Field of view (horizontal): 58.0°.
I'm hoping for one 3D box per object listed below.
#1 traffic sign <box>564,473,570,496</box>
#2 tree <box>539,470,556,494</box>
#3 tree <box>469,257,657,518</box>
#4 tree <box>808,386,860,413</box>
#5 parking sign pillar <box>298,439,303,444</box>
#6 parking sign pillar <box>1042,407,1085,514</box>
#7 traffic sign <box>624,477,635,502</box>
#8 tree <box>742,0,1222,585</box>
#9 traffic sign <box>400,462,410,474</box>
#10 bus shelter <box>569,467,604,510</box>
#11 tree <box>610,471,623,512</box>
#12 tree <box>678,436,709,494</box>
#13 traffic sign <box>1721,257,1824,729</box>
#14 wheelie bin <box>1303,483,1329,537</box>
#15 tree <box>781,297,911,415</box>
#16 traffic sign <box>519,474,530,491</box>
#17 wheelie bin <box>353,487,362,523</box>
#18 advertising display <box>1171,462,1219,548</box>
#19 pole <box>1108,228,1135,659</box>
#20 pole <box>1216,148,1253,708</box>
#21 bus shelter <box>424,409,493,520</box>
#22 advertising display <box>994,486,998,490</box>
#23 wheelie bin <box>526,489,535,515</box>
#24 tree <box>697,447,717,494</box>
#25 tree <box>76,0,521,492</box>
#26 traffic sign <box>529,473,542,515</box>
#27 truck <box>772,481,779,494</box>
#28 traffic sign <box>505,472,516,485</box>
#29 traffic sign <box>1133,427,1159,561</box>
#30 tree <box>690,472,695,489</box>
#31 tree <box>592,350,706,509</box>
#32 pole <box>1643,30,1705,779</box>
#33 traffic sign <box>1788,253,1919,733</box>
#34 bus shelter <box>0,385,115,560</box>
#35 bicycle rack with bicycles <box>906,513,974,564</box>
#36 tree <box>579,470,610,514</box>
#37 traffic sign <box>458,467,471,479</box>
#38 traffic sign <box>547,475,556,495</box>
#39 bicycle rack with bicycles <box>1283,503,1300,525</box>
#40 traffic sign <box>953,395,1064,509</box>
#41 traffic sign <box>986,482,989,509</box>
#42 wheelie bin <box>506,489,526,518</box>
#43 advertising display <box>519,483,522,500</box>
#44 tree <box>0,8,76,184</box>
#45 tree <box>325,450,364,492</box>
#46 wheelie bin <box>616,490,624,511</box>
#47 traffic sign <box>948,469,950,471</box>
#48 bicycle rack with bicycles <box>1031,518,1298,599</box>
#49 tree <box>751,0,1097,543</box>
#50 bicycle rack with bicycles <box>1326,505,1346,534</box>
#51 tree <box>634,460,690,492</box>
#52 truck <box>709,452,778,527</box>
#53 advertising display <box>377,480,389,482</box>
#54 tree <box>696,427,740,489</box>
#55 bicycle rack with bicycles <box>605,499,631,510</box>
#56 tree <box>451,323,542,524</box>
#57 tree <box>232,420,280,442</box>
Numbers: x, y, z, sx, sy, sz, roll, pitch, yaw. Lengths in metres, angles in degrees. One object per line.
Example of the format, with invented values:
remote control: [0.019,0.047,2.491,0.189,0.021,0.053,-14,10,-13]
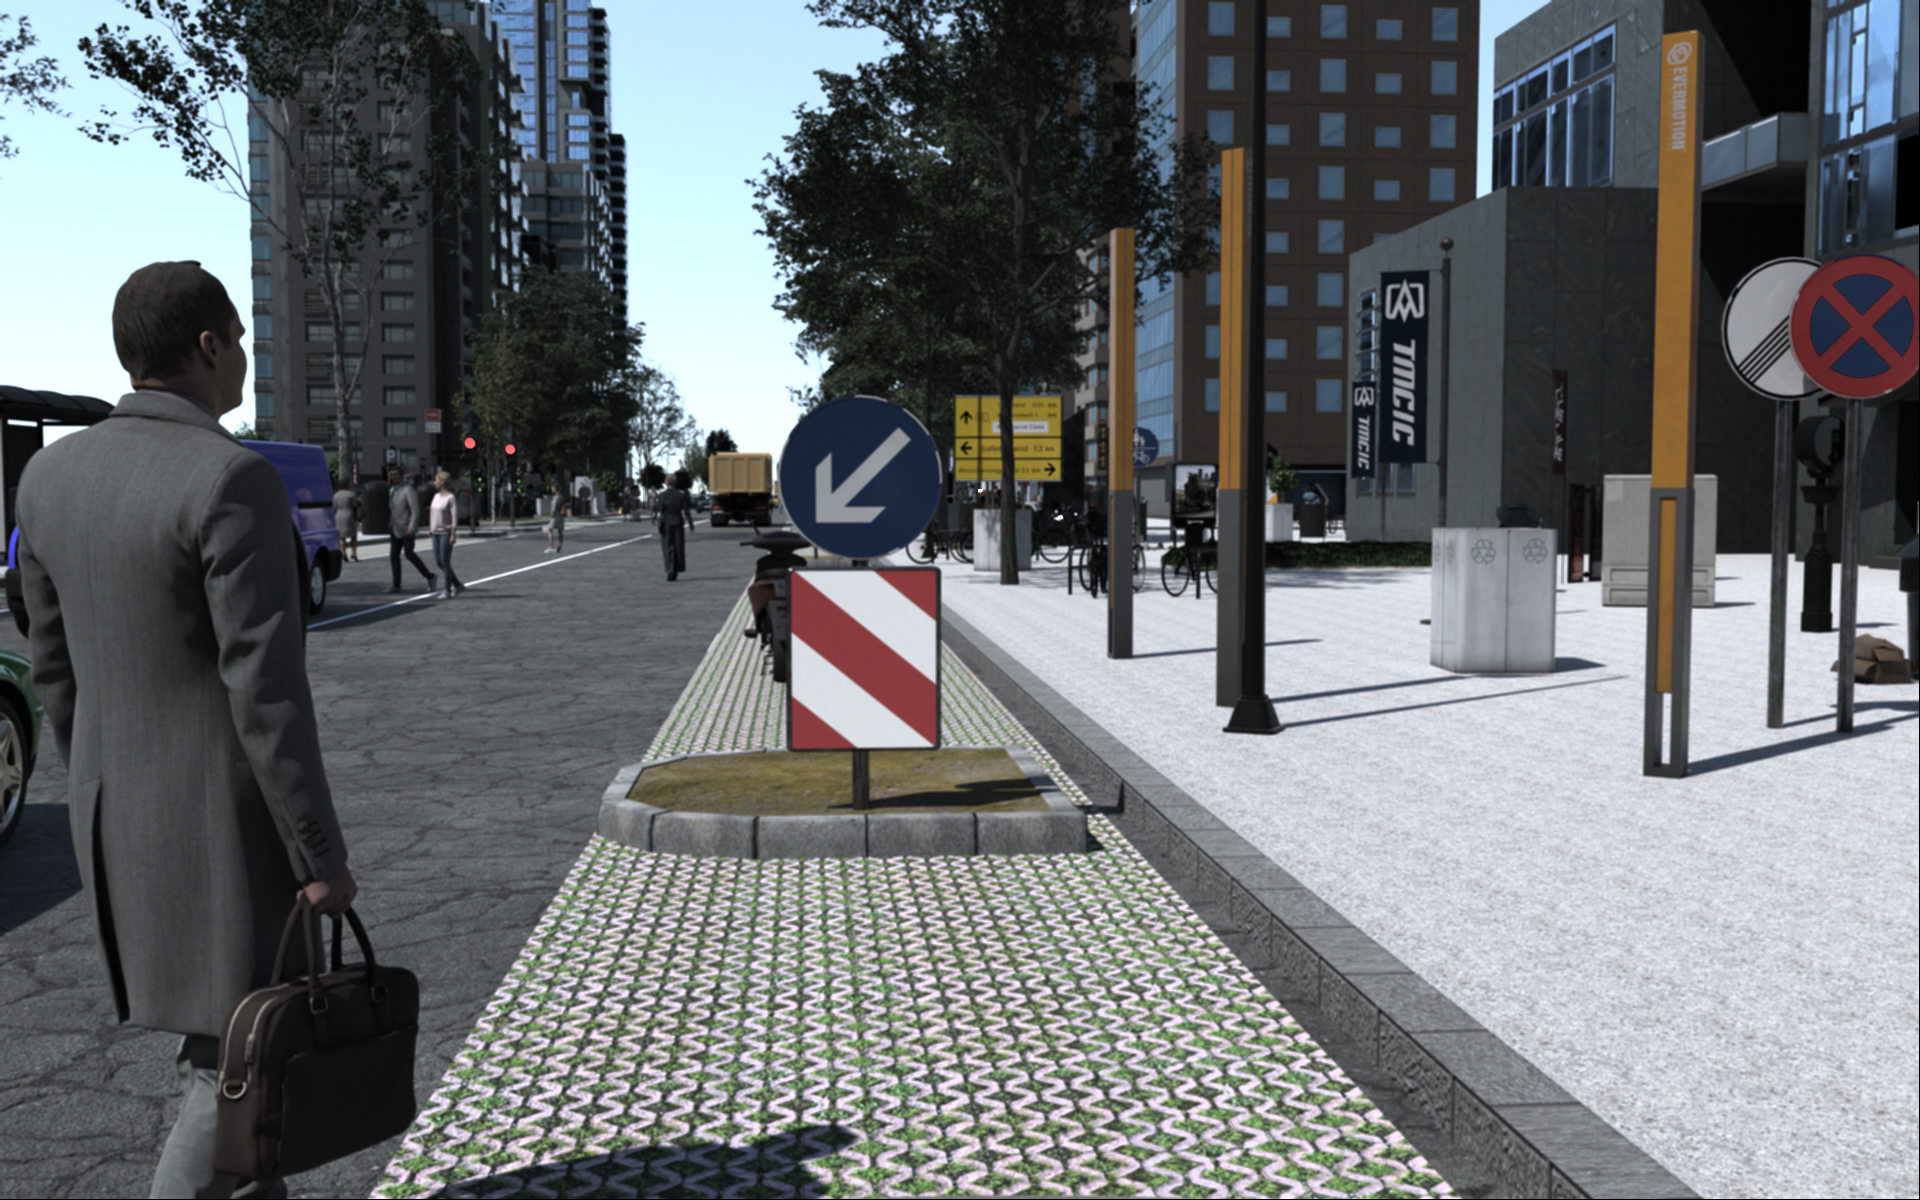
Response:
traffic sign: [-24.118,-6.447,105.518,0.768,2.556,0.104,0,4,3]
tree: [-33.064,-8.836,139.065,1.663,3.219,1.824,0,3,0]
tree: [-21.758,-11.486,94.443,9.857,13.997,8.962,0,3,0]
tree: [-6.504,-9.222,101.138,4.737,8.622,4.395,0,3,0]
parking sign pillar: [-32.178,-5.918,85.238,1.447,3.967,1.447,-1,4,-10]
parking sign pillar: [3.227,-4.010,54.037,1.447,3.967,1.447,0,4,0]
traffic sign: [-24.447,-7.834,128.186,0.768,2.556,0.104,0,4,-2]
tree: [0.414,-5.482,24.044,7.601,10.594,8.767,-3,4,-37]
traffic sign: [-22.509,-4.284,70.047,0.884,2.594,0.081,0,4,0]
bus shelter: [-28.908,-8.592,134.409,2.014,3.302,5.546,0,4,-5]
tree: [-24.579,-7.806,122.230,1.663,3.219,1.824,0,3,0]
tree: [-35.389,-17.336,233.809,4.737,8.622,4.395,0,3,0]
traffic sign: [4.470,-0.570,9.422,0.768,2.556,0.104,0,4,-4]
wheelie bin: [10.594,-2.672,51.596,0.693,1.594,0.980,1,4,20]
tree: [-9.893,-18.371,156.258,12.611,20.169,13.585,0,3,0]
traffic sign: [-27.961,-6.801,111.307,0.768,2.556,0.104,0,4,3]
wheelie bin: [-27.102,-4.286,77.986,0.980,1.594,0.693,2,4,35]
advertising display: [4.793,-1.852,35.491,0.974,1.923,0.123,-1,4,-18]
pole: [1.250,-1.198,13.434,0.158,3.312,0.155,0,3,0]
pole: [1.659,-1.011,10.380,0.158,3.312,0.155,0,3,0]
bus shelter: [-24.296,-6.515,84.148,2.179,5.291,8.768,0,4,-5]
advertising display: [2.407,-7.834,133.301,0.974,1.923,0.123,0,4,0]
wheelie bin: [-26.833,-6.112,107.837,0.693,1.594,0.980,2,4,29]
tree: [-38.480,-19.215,264.522,4.360,8.622,3.978,0,3,0]
tree: [-18.691,-11.809,48.958,12.611,20.169,13.585,0,3,0]
traffic sign: [-26.231,-6.539,107.023,0.768,2.556,0.104,0,4,3]
truck: [-26.780,-16.254,261.669,3.469,3.379,9.791,0,4,-7]
traffic sign: [-21.906,-5.115,84.814,0.795,2.450,0.064,0,4,2]
traffic sign: [3.393,-2.010,32.967,0.768,2.556,0.104,0,4,-2]
tree: [-32.406,-13.304,201.240,4.285,4.588,4.351,0,3,0]
tree: [-27.057,-14.595,148.993,12.009,13.543,11.850,0,3,0]
pole: [3.217,-0.854,7.799,0.158,3.312,0.155,0,3,0]
traffic sign: [4.771,-0.560,9.264,0.768,2.556,0.104,0,4,1]
bus shelter: [-17.860,-2.395,33.077,2.014,3.302,5.546,0,4,-5]
bicycle rack with bicycles: [0.634,-1.168,32.477,2.925,0.926,2.852,1,4,10]
tree: [-24.176,-7.288,113.765,1.663,3.219,1.824,0,3,0]
traffic sign: [-22.722,-4.873,79.777,0.768,2.556,0.104,0,3,0]
traffic sign: [-26.603,-6.922,113.273,0.768,2.556,0.104,0,4,5]
bicycle rack with bicycles: [12.944,-3.521,70.953,2.925,0.926,2.852,2,4,27]
traffic sign: [0.990,-2.552,35.605,2.265,3.308,0.079,0,4,4]
traffic sign: [0.603,-2.322,38.075,0.768,2.556,0.104,0,4,2]
wheelie bin: [-23.612,-5.123,91.664,0.693,1.594,0.980,-2,4,-33]
advertising display: [-25.985,-5.905,101.766,0.123,1.923,0.974,1,4,9]
tree: [-16.066,-6.697,19.869,12.009,13.543,11.850,0,3,0]
tree: [-46.093,-8.874,128.811,4.285,4.588,4.351,0,3,0]
wheelie bin: [-25.859,-7.611,132.347,0.693,1.594,0.980,-3,4,-36]
traffic sign: [-0.782,-5.002,81.888,0.768,2.556,0.104,0,4,-2]
bicycle rack with bicycles: [2.417,-0.546,22.310,2.852,0.926,2.925,2,4,32]
tree: [-0.593,-8.498,45.593,9.857,13.997,8.962,0,3,0]
bicycle rack with bicycles: [12.922,-2.576,55.495,2.852,0.926,2.925,0,4,-6]
tree: [-28.610,-10.896,161.859,4.285,4.588,4.351,0,3,0]
truck: [-9.894,-5.080,78.981,3.469,3.379,9.791,0,4,-5]
advertising display: [-27.094,-4.667,81.525,0.123,1.923,0.974,1,4,20]
tree: [-40.498,-22.988,292.854,9.611,12.733,9.660,0,3,0]
bicycle rack with bicycles: [-27.307,-7.728,139.732,2.852,0.926,2.925,-2,4,-30]
tree: [-20.171,-7.612,74.813,4.737,8.622,4.395,0,3,0]
tree: [-31.617,-5.694,76.813,4.285,4.588,4.351,0,3,0]
